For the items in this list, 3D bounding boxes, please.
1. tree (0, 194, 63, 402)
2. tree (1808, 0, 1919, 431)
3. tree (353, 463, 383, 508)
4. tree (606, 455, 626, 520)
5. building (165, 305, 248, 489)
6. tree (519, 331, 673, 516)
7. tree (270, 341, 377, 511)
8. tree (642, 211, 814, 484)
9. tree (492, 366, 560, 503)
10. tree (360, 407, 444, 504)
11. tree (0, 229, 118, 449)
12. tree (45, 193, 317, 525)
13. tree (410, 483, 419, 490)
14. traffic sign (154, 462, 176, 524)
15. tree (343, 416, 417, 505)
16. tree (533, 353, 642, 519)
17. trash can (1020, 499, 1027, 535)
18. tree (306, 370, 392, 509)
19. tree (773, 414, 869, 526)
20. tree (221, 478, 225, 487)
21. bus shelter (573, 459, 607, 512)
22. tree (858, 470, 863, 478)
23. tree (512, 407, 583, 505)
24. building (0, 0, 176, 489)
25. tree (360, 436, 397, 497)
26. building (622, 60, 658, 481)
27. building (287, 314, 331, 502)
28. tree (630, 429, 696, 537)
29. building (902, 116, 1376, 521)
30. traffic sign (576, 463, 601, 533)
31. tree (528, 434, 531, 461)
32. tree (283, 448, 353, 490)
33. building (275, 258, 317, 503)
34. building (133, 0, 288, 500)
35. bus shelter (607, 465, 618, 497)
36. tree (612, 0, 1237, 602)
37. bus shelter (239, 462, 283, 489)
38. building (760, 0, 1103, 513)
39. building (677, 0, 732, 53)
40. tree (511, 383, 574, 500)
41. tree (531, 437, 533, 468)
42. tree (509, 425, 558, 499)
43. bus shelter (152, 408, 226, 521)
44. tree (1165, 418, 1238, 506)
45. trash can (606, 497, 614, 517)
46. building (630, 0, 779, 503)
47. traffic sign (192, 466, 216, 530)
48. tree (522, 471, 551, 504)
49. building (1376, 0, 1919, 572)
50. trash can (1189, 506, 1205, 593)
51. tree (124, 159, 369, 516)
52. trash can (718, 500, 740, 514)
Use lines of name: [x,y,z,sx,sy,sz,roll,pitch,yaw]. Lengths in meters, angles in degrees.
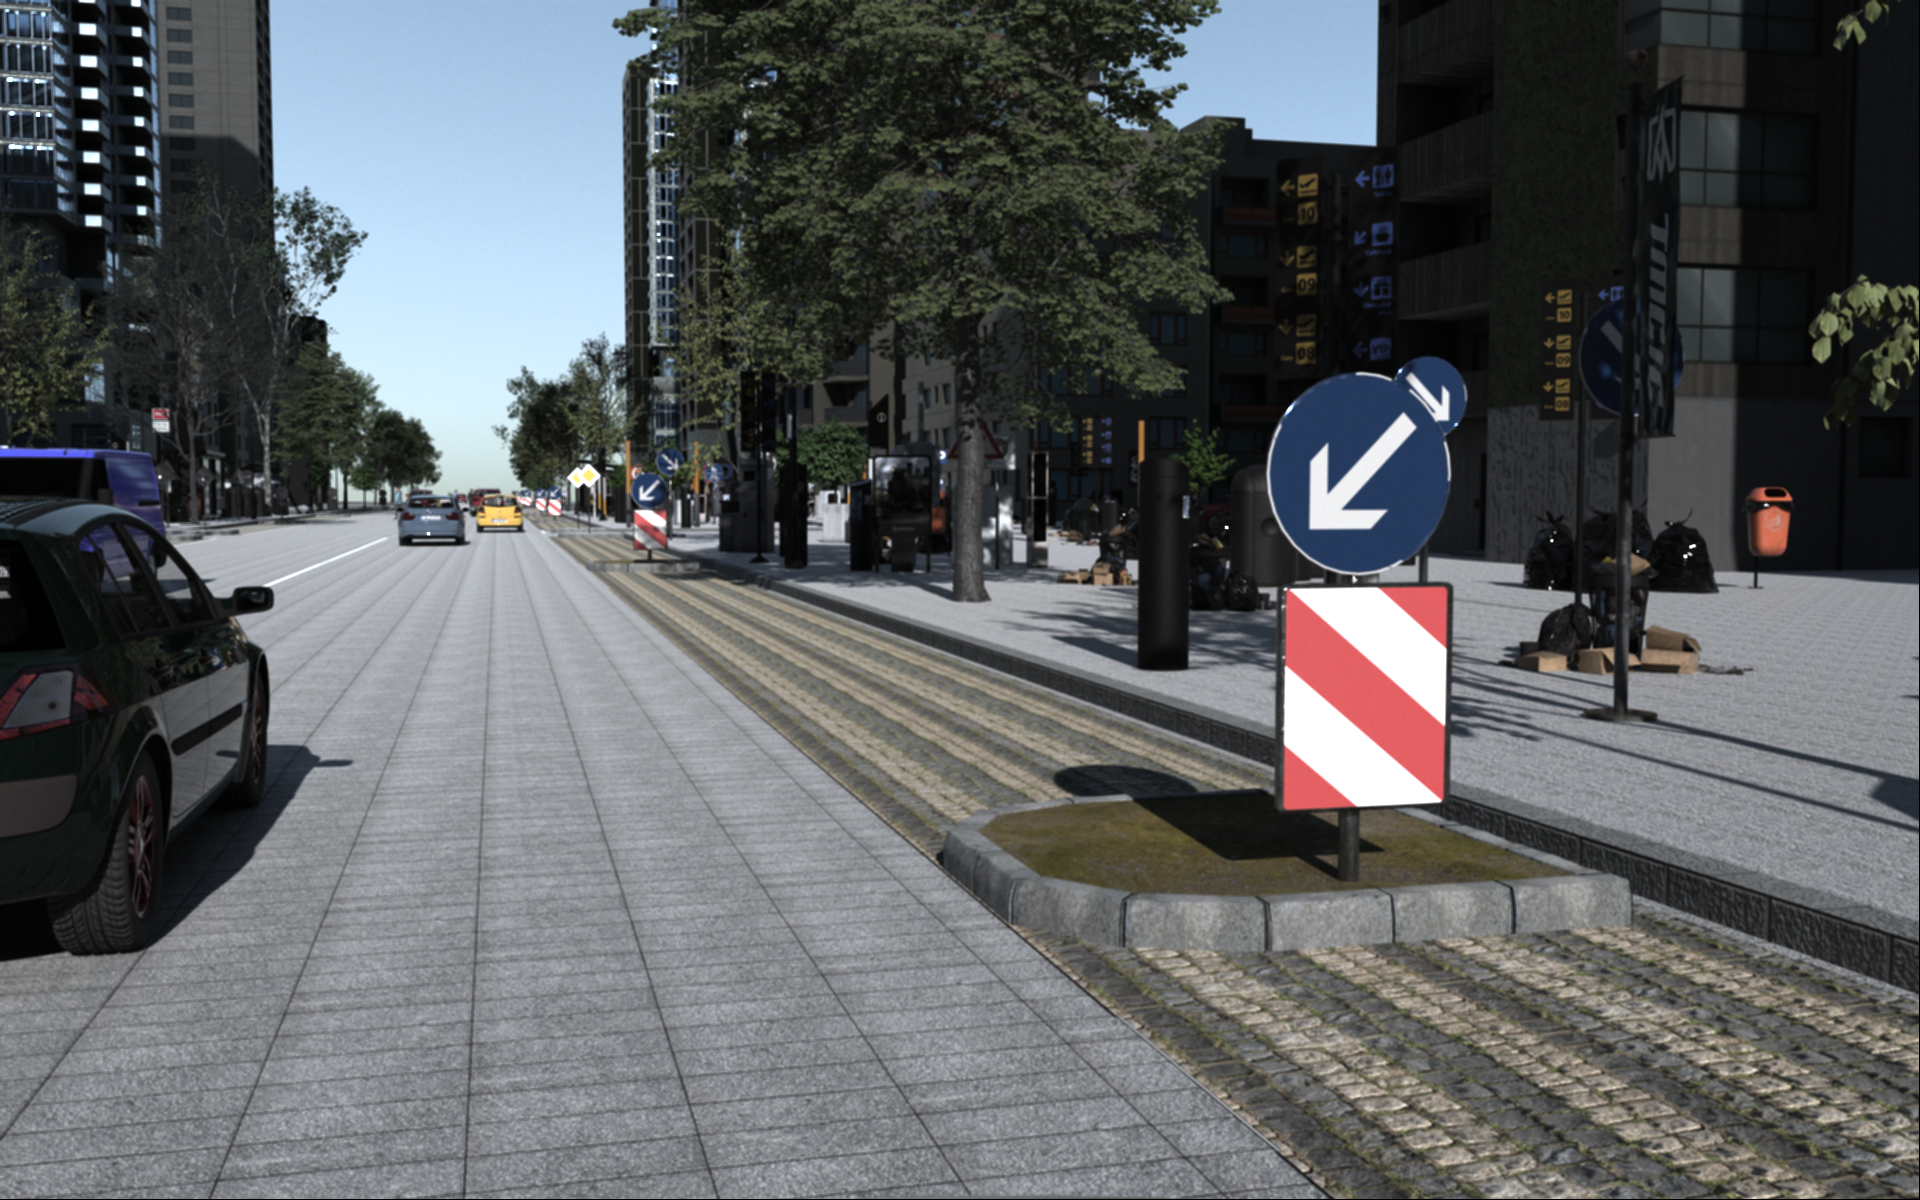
tree: [-23.943,-5.603,41.964,4.360,8.622,3.978,0,3,0]
tree: [4.431,-3.411,6.136,4.737,8.622,4.395,0,3,0]
tree: [-56.447,-11.051,164.390,4.285,4.588,4.351,0,3,0]
tree: [-16.849,-5.603,86.212,1.663,3.219,1.824,0,3,0]
building: [-86.982,-19.901,170.422,27.650,21.520,28.899,-1,4,-15]
tree: [-21.040,-10.111,99.735,8.767,10.594,7.601,-1,4,-19]
tree: [-47.243,-12.877,128.663,7.486,12.596,7.792,0,3,0]
tree: [-5.405,-5.629,42.402,4.737,8.622,4.395,0,3,0]
tree: [-62.188,-24.370,254.338,12.611,20.169,13.585,0,3,0]
tree: [-74.609,-19.005,227.734,9.611,12.733,9.660,0,3,0]
tree: [-25.793,-5.945,47.568,4.737,8.622,4.395,0,3,0]
tree: [-32.053,-9.875,71.832,12.009,13.543,11.850,0,3,0]
tree: [-88.660,-20.210,280.802,4.737,8.622,4.395,0,3,0]
traffic sign: [-24.630,-3.049,53.497,0.795,2.450,0.064,-1,4,-15]
tree: [-65.429,-15.866,193.823,7.601,10.594,8.767,3,5,45]
tree: [-18.952,-8.584,90.704,4.737,8.622,4.395,0,3,0]
trash can: [2.244,-2.635,54.735,0.748,1.137,0.748,0,3,0]
tree: [-51.312,-13.385,144.603,9.928,11.665,9.643,0,3,0]
tree: [-4.904,-5.215,68.980,4.285,4.588,4.351,0,3,0]
tree: [-48.901,-7.299,113.940,1.663,3.219,1.824,0,3,0]
bus shelter: [-25.814,-7.891,120.296,1.731,3.624,6.357,-1,4,-15]
tree: [-6.287,-6.862,106.797,1.663,3.219,1.824,0,3,0]
tree: [-46.190,-16.452,194.742,9.928,11.665,9.643,0,3,0]
building: [-77.058,-50.585,139.738,22.319,86.520,31.000,-1,4,-15]
tree: [-67.756,-15.367,201.620,4.360,8.622,3.978,0,3,0]
building: [-46.640,-51.901,286.830,20.563,71.187,20.611,-1,4,-15]
building: [-108.211,-30.773,274.841,14.160,30.474,14.107,-1,4,-15]
tree: [-8.646,-3.501,51.847,1.663,3.219,1.824,0,3,0]
building: [13.922,-15.486,98.238,28.899,21.520,27.650,-1,4,-15]
traffic sign: [-12.166,-3.251,56.795,0.795,2.450,0.064,-1,4,-15]
tree: [-39.462,-13.257,167.107,4.737,8.622,4.395,0,3,0]
tree: [-45.790,-8.418,121.344,4.285,4.588,4.351,0,3,0]
building: [-112.076,-34.326,253.111,32.217,40.220,23.993,-1,4,-15]
building: [-100.552,-48.498,231.195,20.563,71.187,20.611,-1,4,-15]
bus shelter: [-27.480,-8.834,135.718,1.731,3.624,6.357,-1,4,-15]
tree: [-0.283,-6.246,20.251,7.486,12.596,7.792,0,3,0]
bus shelter: [-45.126,-7.216,111.905,2.014,3.302,5.546,-1,4,-15]
building: [-2.610,-28.792,125.368,22.147,44.769,28.867,-1,4,-15]
building: [-22.115,-46.119,192.292,20.563,71.187,20.611,-1,4,-15]
tree: [-42.128,-15.854,177.337,7.486,12.596,7.792,0,3,0]
tree: [-32.973,-11.937,145.536,4.737,8.622,4.395,0,3,0]
tree: [-67.660,-22.594,276.069,9.857,13.997,8.962,0,3,0]
bus shelter: [-37.239,-6.479,83.558,2.179,5.291,8.768,-1,4,-15]
tree: [5.952,-3.028,44.112,1.663,3.219,1.824,0,3,0]
trash can: [-19.393,-5.192,96.547,0.748,1.137,0.748,0,3,0]
building: [-38.409,-58.026,261.402,22.319,86.520,31.000,-1,4,-15]
traffic sign: [-26.692,-3.521,61.212,0.795,2.450,0.064,-1,4,-15]
tree: [-56.463,-15.368,234.974,4.285,4.588,4.351,0,3,0]
building: [16.179,-16.146,35.685,14.160,30.474,14.107,-1,4,-15]
trash can: [2.618,-0.584,21.207,0.748,1.137,0.748,0,3,0]
tree: [-40.924,-14.890,99.337,12.611,20.169,13.585,0,3,0]
trash can: [-5.103,-1.689,39.266,0.748,1.137,0.748,0,3,0]
